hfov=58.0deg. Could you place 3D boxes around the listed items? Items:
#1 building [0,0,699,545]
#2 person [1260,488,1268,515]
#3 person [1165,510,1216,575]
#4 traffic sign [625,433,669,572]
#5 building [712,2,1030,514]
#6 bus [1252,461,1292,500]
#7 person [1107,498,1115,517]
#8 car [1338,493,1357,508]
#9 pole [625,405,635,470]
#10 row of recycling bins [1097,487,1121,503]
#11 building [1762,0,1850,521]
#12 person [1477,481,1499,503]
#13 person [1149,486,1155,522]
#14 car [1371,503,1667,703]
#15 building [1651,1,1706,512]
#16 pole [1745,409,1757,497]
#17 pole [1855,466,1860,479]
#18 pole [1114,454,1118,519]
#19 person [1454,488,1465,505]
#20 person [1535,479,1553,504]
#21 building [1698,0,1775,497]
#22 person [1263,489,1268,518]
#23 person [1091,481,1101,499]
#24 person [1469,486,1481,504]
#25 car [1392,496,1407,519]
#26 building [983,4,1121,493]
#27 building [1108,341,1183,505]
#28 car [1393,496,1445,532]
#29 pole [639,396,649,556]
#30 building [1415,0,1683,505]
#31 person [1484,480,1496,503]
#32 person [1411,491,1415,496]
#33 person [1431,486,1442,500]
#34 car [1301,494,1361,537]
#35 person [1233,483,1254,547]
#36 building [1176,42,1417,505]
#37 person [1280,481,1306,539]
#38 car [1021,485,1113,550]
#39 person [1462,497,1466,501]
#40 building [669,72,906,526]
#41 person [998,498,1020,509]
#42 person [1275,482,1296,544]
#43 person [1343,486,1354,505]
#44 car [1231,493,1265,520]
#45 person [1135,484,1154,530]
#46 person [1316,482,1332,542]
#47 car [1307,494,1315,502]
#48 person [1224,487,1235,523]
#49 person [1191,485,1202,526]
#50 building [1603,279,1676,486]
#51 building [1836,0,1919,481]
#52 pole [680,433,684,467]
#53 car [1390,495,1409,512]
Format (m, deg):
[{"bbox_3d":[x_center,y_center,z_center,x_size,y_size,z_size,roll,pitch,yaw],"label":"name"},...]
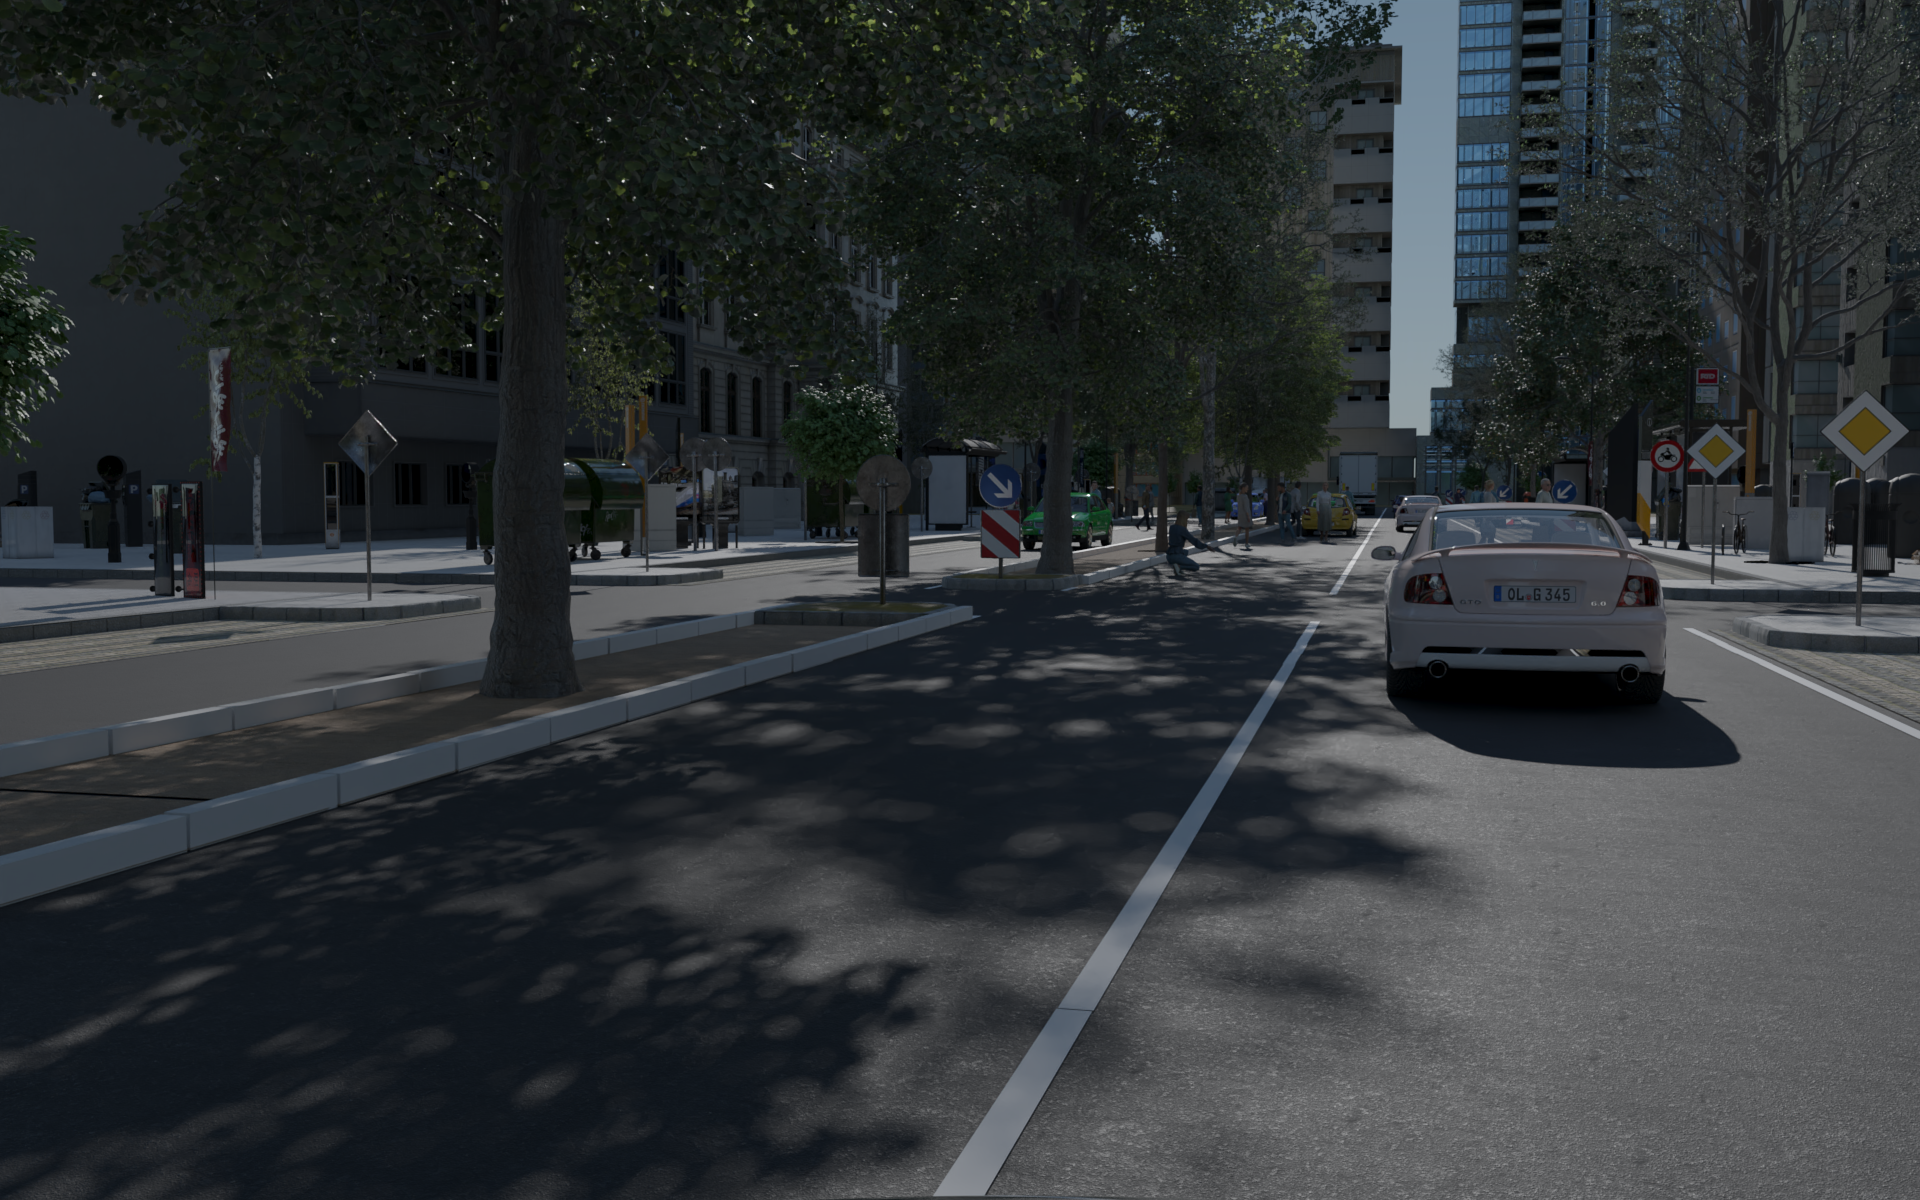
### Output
[{"bbox_3d":[-19.322,-16.008,55.239,14.314,27.812,24.014,1,4,14],"label":"building"},{"bbox_3d":[20.599,-6.613,116.614,1.348,1.826,0.705,1,4,12],"label":"person"},{"bbox_3d":[3.956,-1.032,30.870,0.738,1.151,1.012,-2,4,-30],"label":"person"},{"bbox_3d":[-5.159,-1.522,28.535,0.795,2.450,0.064,1,4,14],"label":"traffic sign"},{"bbox_3d":[-11.705,-26.164,119.655,32.217,40.220,23.993,1,4,14],"label":"building"},{"bbox_3d":[23.029,-8.350,128.073,2.896,3.916,12.252,1,4,13],"label":"bus"},{"bbox_3d":[6.678,-3.890,76.787,0.352,1.250,0.332,0,4,1],"label":"person"},{"bbox_3d":[24.384,-6.241,110.841,1.959,1.807,4.718,1,4,14],"label":"car"},{"bbox_3d":[-7.565,-2.809,39.778,0.158,3.312,0.155,0,3,0],"label":"pole"},{"bbox_3d":[8.636,-5.763,101.343,1.069,1.692,3.534,1,4,21],"label":"row of recycling bins"},{"bbox_3d":[47.570,-24.557,85.094,14.154,41.232,14.086,1,4,14],"label":"building"},{"bbox_3d":[14.411,-2.353,47.308,0.601,1.785,0.444,2,4,24],"label":"person"},{"bbox_3d":[8.875,-4.454,81.527,0.583,1.804,0.606,1,4,11],"label":"person"},{"bbox_3d":[4.247,-0.065,13.420,2.083,1.381,4.827,1,4,14],"label":"car"},{"bbox_3d":[58.296,-41.409,115.289,20.563,71.187,20.611,1,4,14],"label":"building"},{"bbox_3d":[19.049,-2.930,41.753,0.158,3.312,0.155,0,3,0],"label":"pole"},{"bbox_3d":[29.737,-3.883,57.337,0.158,3.312,0.155,0,3,0],"label":"pole"},{"bbox_3d":[7.868,-5.721,87.376,0.158,3.312,0.155,0,3,0],"label":"pole"},{"bbox_3d":[28.712,-5.529,99.354,0.683,1.767,0.568,-1,4,-21],"label":"person"},{"bbox_3d":[12.696,-1.762,37.802,0.515,1.767,0.782,3,4,39],"label":"person"},{"bbox_3d":[51.089,-27.457,99.034,14.600,45.320,14.200,1,4,14],"label":"building"},{"bbox_3d":[18.440,-5.831,104.779,0.436,1.711,0.756,2,4,32],"label":"person"},{"bbox_3d":[4.294,-2.812,54.338,0.748,1.841,0.638,0,4,-8],"label":"person"},{"bbox_3d":[23.683,-4.335,79.392,0.660,1.820,0.620,-1,4,-15],"label":"person"},{"bbox_3d":[26.435,-5.469,101.994,1.945,1.354,3.894,1,4,14],"label":"car"},{"bbox_3d":[-0.436,-34.688,156.393,27.495,52.752,28.713,1,4,14],"label":"building"},{"bbox_3d":[12.796,-22.526,213.342,28.899,21.520,27.650,1,4,14],"label":"building"},{"bbox_3d":[17.702,-3.313,66.524,2.083,1.381,4.827,1,4,13],"label":"car"},{"bbox_3d":[-6.563,-2.576,35.959,0.158,3.312,0.155,0,3,0],"label":"pole"},{"bbox_3d":[67.770,-53.931,194.445,31.000,86.520,22.319,1,4,14],"label":"building"},{"bbox_3d":[13.077,-2.083,42.915,0.624,1.780,0.694,1,4,16],"label":"person"},{"bbox_3d":[40.774,-8.997,156.310,1.217,1.735,0.721,-3,5,-40],"label":"person"},{"bbox_3d":[23.790,-4.782,86.677,0.713,1.824,0.794,-2,4,-25],"label":"person"},{"bbox_3d":[12.725,-3.016,59.542,2.015,1.641,3.980,1,4,16],"label":"car"},{"bbox_3d":[7.579,-2.268,46.338,0.466,1.731,0.760,2,4,33],"label":"person"},{"bbox_3d":[40.237,-37.717,205.904,27.495,52.752,28.713,1,4,14],"label":"building"},{"bbox_3d":[10.589,-2.853,55.000,0.795,1.843,0.661,-1,4,-10],"label":"person"},{"bbox_3d":[2.891,-2.280,46.078,1.959,1.807,4.718,1,4,16],"label":"car"},{"bbox_3d":[50.289,-9.903,173.672,1.065,1.426,0.557,-2,4,-31],"label":"person"},{"bbox_3d":[-12.577,-16.195,83.867,14.460,24.649,34.723,1,4,14],"label":"building"},{"bbox_3d":[1.162,-1.977,41.659,0.563,1.720,0.643,-1,4,-15],"label":"person"},{"bbox_3d":[9.407,-2.532,50.250,0.721,1.781,0.623,-3,5,-41],"label":"person"},{"bbox_3d":[19.946,-4.948,89.268,0.638,1.841,0.748,3,5,43],"label":"person"},{"bbox_3d":[16.176,-5.375,97.476,1.945,1.707,3.694,1,4,13],"label":"car"},{"bbox_3d":[7.400,-3.719,69.209,0.836,1.842,0.656,-1,4,-15],"label":"person"},{"bbox_3d":[10.859,-2.628,51.690,0.478,1.798,0.641,1,4,9],"label":"person"},{"bbox_3d":[19.527,-5.126,92.611,1.959,1.807,4.718,1,4,14],"label":"car"},{"bbox_3d":[13.184,-4.678,85.237,0.529,1.795,0.600,-3,4,-36],"label":"person"},{"bbox_3d":[10.801,-4.266,78.227,0.794,1.824,0.713,0,4,-6],"label":"person"},{"bbox_3d":[67.680,-18.036,139.930,27.650,21.520,28.899,1,4,14],"label":"building"},{"bbox_3d":[39.988,-17.817,63.017,14.160,30.474,14.107,1,4,14],"label":"building"},{"bbox_3d":[-9.338,-3.921,57.946,0.158,3.312,0.155,0,3,0],"label":"pole"},{"bbox_3d":[35.166,-7.635,137.405,1.945,1.354,3.894,1,4,12],"label":"car"}]
